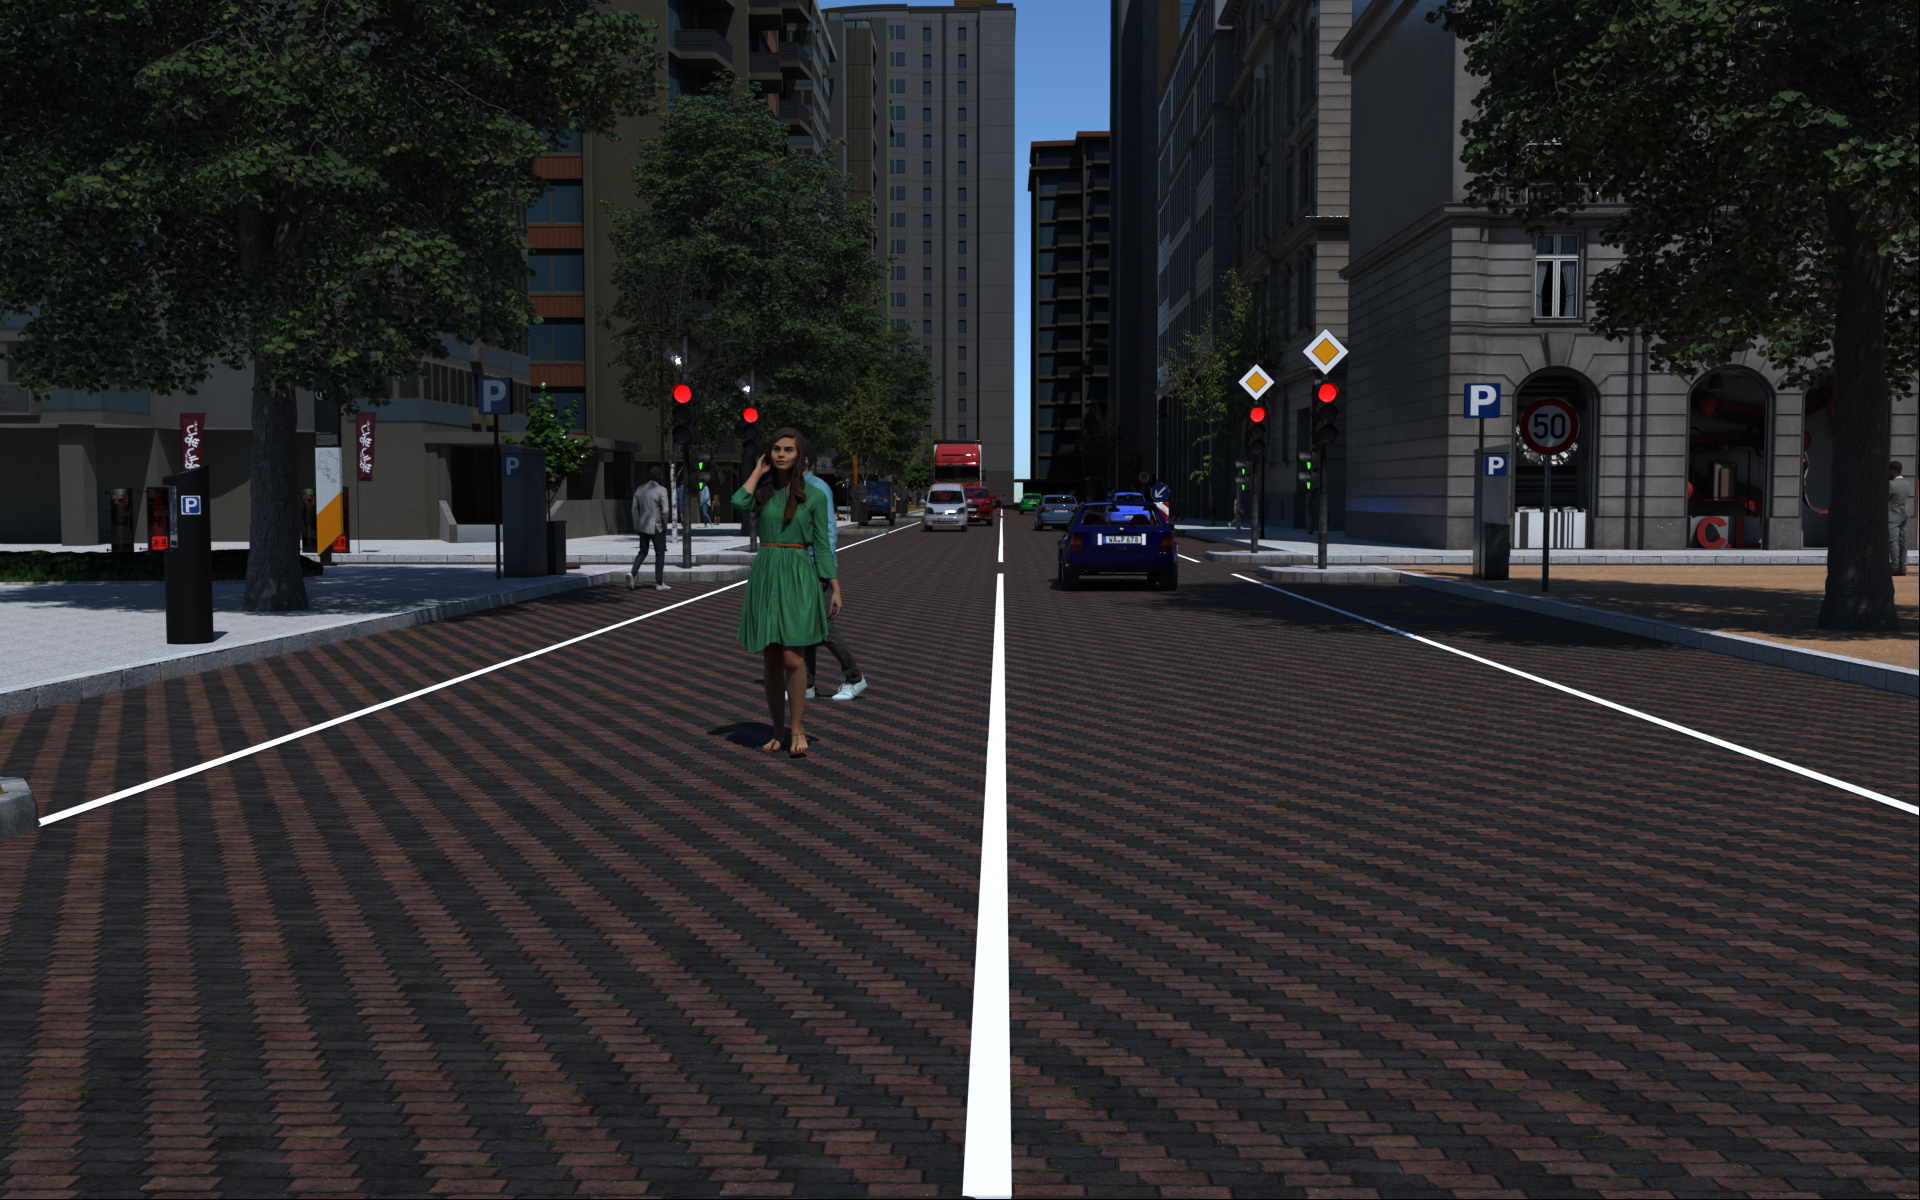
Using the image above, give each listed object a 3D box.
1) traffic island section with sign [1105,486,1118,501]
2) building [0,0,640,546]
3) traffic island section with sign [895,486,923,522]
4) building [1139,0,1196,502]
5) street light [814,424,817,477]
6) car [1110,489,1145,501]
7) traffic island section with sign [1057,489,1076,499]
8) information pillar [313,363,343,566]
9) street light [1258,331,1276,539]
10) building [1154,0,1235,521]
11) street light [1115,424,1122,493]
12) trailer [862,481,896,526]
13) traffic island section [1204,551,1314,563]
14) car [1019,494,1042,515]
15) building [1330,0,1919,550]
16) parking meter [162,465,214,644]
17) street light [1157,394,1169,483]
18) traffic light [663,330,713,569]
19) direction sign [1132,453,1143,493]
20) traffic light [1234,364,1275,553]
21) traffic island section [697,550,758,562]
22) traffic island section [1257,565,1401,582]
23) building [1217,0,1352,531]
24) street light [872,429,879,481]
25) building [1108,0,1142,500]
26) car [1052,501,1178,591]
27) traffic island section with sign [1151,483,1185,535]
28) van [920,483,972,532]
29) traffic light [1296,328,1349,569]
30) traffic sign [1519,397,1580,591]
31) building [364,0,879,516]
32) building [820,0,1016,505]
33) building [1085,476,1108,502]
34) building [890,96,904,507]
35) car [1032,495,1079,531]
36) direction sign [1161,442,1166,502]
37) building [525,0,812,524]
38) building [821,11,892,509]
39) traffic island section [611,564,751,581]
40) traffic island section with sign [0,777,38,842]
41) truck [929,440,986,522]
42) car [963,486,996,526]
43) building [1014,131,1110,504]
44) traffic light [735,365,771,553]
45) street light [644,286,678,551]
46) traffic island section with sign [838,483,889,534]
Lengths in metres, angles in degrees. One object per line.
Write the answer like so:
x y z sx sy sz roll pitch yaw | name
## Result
7.681 -4.958 89.696 1.989 1.847 2.006 0 4 1 | traffic island section with sign
-27.122 -22.084 52.955 32.217 40.220 23.993 0 4 1 | building
-2.947 -4.952 89.594 1.989 1.847 2.006 0 4 1 | traffic island section with sign
20.669 -29.117 126.172 14.600 45.320 14.200 0 4 1 | building
-5.808 -5.924 69.642 0.468 5.910 1.993 0 4 1 | street light
7.015 -3.864 72.765 1.945 1.707 3.694 0 4 1 | car
8.879 -7.993 139.308 1.989 1.847 2.006 0 4 1 | traffic island section with sign
-11.263 -2.416 30.860 0.504 3.616 0.183 1 4 12 | information pillar
8.652 -4.685 49.391 0.468 5.910 1.993 0 4 1 | street light
17.813 -19.545 97.061 11.434 29.767 29.804 0 4 1 | building
10.299 -8.526 112.192 0.468 5.910 1.993 0 4 1 | street light
-3.694 -4.319 77.659 1.471 1.999 3.904 0 4 1 | trailer
6.407 -0.936 37.583 2.009 0.180 2.903 0 4 1 | traffic island section
5.114 -6.936 122.197 1.959 1.807 4.718 0 4 3 | car
22.804 -12.400 44.538 24.055 21.916 13.314 0 4 1 | building
-6.644 -0.397 14.905 0.372 1.533 0.369 0 3 0 | parking meter
9.431 -6.582 80.396 0.468 5.910 1.993 0 4 1 | street light
-4.685 -2.496 29.734 0.839 4.253 0.868 0 4 1 | traffic light
9.877 -6.390 96.480 0.379 3.537 0.876 -2 4 -34 | direction sign
6.367 -2.969 37.470 0.839 4.253 0.868 0 4 1 | traffic light
-4.531 -0.952 37.852 2.009 0.180 2.903 0 4 1 | traffic island section
6.213 -0.448 29.600 2.009 0.180 2.903 0 4 1 | traffic island section
18.713 -17.312 70.438 14.401 28.519 23.554 0 4 1 | building
-4.996 -7.826 100.747 0.468 5.910 1.993 0 4 1 | street light
23.206 -36.996 146.880 21.231 58.520 28.212 0 4 1 | building
2.415 -0.885 27.054 1.945 1.354 3.894 0 4 2 | car
7.009 -3.275 62.174 1.989 1.847 2.006 0 4 1 | traffic island section with sign
-0.527 -3.674 67.082 2.013 2.044 4.112 0 4 1 | van
6.173 -2.481 29.487 0.839 4.253 0.868 0 4 1 | traffic light
7.728 -1.388 22.796 0.768 2.556 0.104 0 4 6 | traffic sign
-22.255 -26.503 125.213 32.217 40.220 23.993 0 4 1 | building
-7.526 -40.741 208.111 28.212 58.520 21.231 0 4 1 | building
29.004 -29.478 173.841 32.217 40.220 23.993 0 4 1 | building
-19.767 -31.874 175.771 28.867 44.769 22.147 0 4 1 | building
3.862 -3.449 68.387 2.014 1.417 4.499 0 4 0 | car
8.892 -5.122 75.734 0.379 3.537 0.876 0 4 -5 | direction sign
-19.280 -26.445 87.002 22.147 44.769 28.867 0 4 1 | building
-13.208 -28.188 144.471 14.154 41.232 14.086 0 4 1 | building
-4.725 -0.464 29.870 2.009 0.180 2.903 0 4 1 | traffic island section
-4.953 0.103 6.938 1.989 1.847 2.006 0 4 1 | traffic island section with sign
-0.110 -6.282 91.619 2.839 4.237 11.283 0 4 0 | truck
0.507 -4.324 79.366 2.281 1.827 5.304 0 4 1 | car
21.010 -33.847 208.017 28.867 44.769 22.147 0 4 1 | building
-4.491 -2.984 37.717 0.839 4.253 0.868 0 4 1 | traffic light
-6.637 -4.026 38.606 0.468 5.910 1.993 0 4 1 | street light
-3.609 -3.304 62.647 1.989 1.847 2.006 0 4 1 | traffic island section with sign
